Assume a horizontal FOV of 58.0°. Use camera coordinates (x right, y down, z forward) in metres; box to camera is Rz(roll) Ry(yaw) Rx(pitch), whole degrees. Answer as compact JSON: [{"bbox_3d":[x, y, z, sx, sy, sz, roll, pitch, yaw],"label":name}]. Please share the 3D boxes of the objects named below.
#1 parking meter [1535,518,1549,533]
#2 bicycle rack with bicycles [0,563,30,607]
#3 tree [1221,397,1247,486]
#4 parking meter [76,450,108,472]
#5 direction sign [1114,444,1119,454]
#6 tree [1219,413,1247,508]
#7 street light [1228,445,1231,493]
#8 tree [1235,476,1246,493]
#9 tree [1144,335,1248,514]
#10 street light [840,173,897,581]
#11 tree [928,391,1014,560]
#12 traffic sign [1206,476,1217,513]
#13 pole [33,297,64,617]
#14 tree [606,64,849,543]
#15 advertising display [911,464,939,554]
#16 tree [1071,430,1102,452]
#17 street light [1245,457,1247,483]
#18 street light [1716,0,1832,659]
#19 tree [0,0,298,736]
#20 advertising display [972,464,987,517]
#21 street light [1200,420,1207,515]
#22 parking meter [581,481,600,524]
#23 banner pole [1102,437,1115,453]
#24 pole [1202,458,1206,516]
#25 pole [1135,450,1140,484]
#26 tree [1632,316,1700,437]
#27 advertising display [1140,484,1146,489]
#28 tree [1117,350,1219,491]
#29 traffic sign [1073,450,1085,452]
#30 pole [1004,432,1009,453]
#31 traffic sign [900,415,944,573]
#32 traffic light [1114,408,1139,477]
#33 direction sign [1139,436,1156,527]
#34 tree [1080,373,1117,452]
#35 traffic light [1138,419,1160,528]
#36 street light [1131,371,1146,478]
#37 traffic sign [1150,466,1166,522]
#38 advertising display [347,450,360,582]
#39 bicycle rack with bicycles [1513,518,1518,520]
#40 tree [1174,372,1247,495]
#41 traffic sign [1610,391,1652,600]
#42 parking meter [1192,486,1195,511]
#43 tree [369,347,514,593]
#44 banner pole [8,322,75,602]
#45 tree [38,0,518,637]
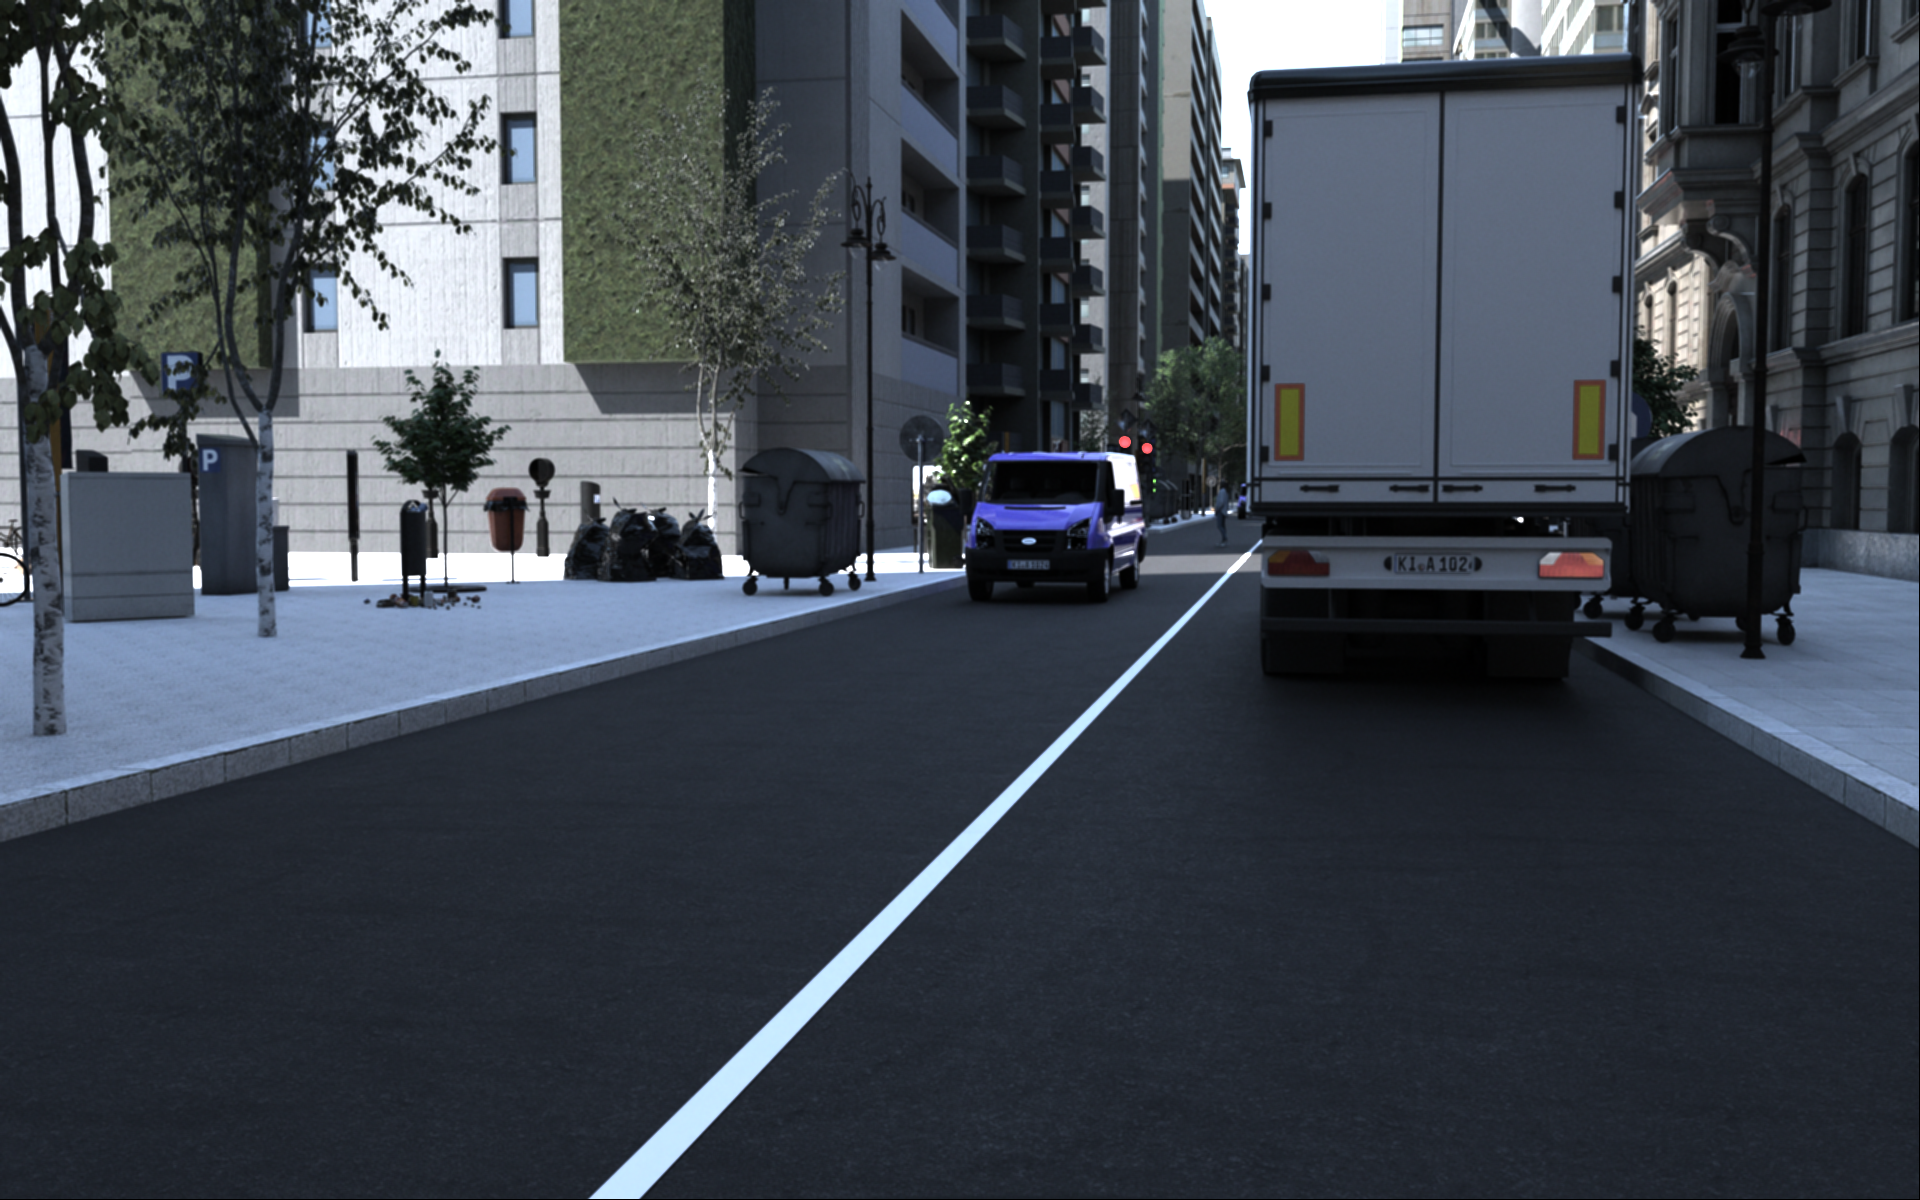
[{"bbox_3d":[10.837,-1.468,32.414,0.372,1.533,0.369,0,3,0],"label":"parking meter"},{"bbox_3d":[-11.687,-0.303,18.337,2.925,0.926,2.852,-1,4,-19],"label":"bicycle rack with bicycles"},{"bbox_3d":[36.212,-18.762,213.410,9.857,13.997,8.962,0,3,0],"label":"tree"},{"bbox_3d":[-11.422,-1.048,22.842,0.399,1.863,0.255,3,4,36],"label":"parking meter"},{"bbox_3d":[6.949,-5.315,78.905,0.379,3.537,0.876,3,5,42],"label":"direction sign"},{"bbox_3d":[20.173,-11.212,133.683,4.360,8.622,3.978,0,3,0],"label":"tree"},{"bbox_3d":[21.742,-10.240,140.219,0.468,5.910,1.993,1,4,11],"label":"street light"},{"bbox_3d":[30.365,-11.731,186.409,1.663,3.219,1.824,0,3,0],"label":"tree"},{"bbox_3d":[15.523,-11.414,112.369,9.928,11.665,9.643,0,3,0],"label":"tree"},{"bbox_3d":[-1.324,-3.216,25.376,0.468,5.910,1.993,1,4,11],"label":"street light"},{"bbox_3d":[0.240,-2.319,32.520,1.663,3.219,1.824,0,3,0],"label":"tree"},{"bbox_3d":[17.339,-7.308,119.598,0.768,2.556,0.104,1,4,16],"label":"traffic sign"},{"bbox_3d":[-9.460,-1.478,18.005,0.158,3.312,0.155,0,3,0],"label":"pole"},{"bbox_3d":[-4.207,-4.924,30.872,4.360,8.622,3.978,0,3,0],"label":"tree"},{"bbox_3d":[-0.592,-1.946,37.029,0.974,1.923,0.123,2,4,29],"label":"advertising display"},{"bbox_3d":[4.042,-3.523,52.200,1.663,3.219,1.824,0,3,0],"label":"tree"},{"bbox_3d":[30.038,-12.774,181.640,0.468,5.910,1.993,1,4,11],"label":"street light"},{"bbox_3d":[6.205,-2.483,13.377,0.468,5.910,1.993,1,4,11],"label":"street light"},{"bbox_3d":[-4.983,-3.574,8.797,4.737,8.622,4.395,0,3,0],"label":"tree"},{"bbox_3d":[0.728,-1.816,34.911,0.974,1.923,0.123,-1,4,-18],"label":"advertising display"},{"bbox_3d":[14.922,-8.179,106.512,0.468,5.910,1.993,1,4,11],"label":"street light"},{"bbox_3d":[-7.253,-1.566,34.022,0.372,1.533,0.369,0,3,0],"label":"parking meter"},{"bbox_3d":[6.486,-5.266,76.123,0.401,3.779,0.863,-3,5,-43],"label":"banner pole"},{"bbox_3d":[13.966,-6.446,99.240,0.158,3.312,0.155,0,3,0],"label":"pole"},{"bbox_3d":[8.222,-5.286,80.275,0.158,3.312,0.155,0,3,0],"label":"pole"},{"bbox_3d":[10.515,-2.773,29.050,4.285,4.588,4.351,0,3,0],"label":"tree"},{"bbox_3d":[11.553,-6.200,106.589,0.974,1.923,0.123,1,4,10],"label":"advertising display"},{"bbox_3d":[10.786,-8.522,89.696,4.360,8.622,3.978,0,3,0],"label":"tree"},{"bbox_3d":[3.437,-3.055,50.055,0.768,2.556,0.104,1,4,14],"label":"traffic sign"},{"bbox_3d":[1.538,-3.857,56.898,0.158,3.312,0.155,0,3,0],"label":"pole"},{"bbox_3d":[-0.629,-1.706,28.002,0.768,2.556,0.104,1,4,19],"label":"traffic sign"},{"bbox_3d":[5.458,-4.156,56.864,0.839,4.253,0.868,1,4,11],"label":"traffic light"},{"bbox_3d":[7.269,-4.604,67.270,0.876,3.537,0.379,-3,4,-39],"label":"direction sign"},{"bbox_3d":[7.620,-9.374,103.631,4.360,8.622,3.978,0,3,0],"label":"tree"},{"bbox_3d":[7.029,-4.634,64.693,0.839,4.253,0.868,1,4,11],"label":"traffic light"},{"bbox_3d":[6.709,-5.650,65.170,0.468,5.910,1.993,1,4,11],"label":"street light"},{"bbox_3d":[9.025,-4.836,79.182,0.768,2.556,0.104,1,4,20],"label":"traffic sign"},{"bbox_3d":[-8.946,-1.244,25.552,0.123,1.923,0.974,-1,4,-17],"label":"advertising display"},{"bbox_3d":[29.938,-5.179,98.060,2.852,0.926,2.925,1,4,15],"label":"bicycle rack with bicycles"},{"bbox_3d":[18.982,-11.651,124.899,7.601,10.594,8.767,0,4,-2],"label":"tree"},{"bbox_3d":[7.960,-1.279,21.011,0.768,2.556,0.104,1,4,12],"label":"traffic sign"},{"bbox_3d":[17.699,-7.649,130.780,0.255,1.863,0.399,1,4,12],"label":"parking meter"},{"bbox_3d":[-6.877,-1.736,22.984,1.663,3.219,1.824,0,3,0],"label":"tree"},{"bbox_3d":[-11.035,-1.882,20.793,0.401,3.779,0.863,2,4,30],"label":"banner pole"},{"bbox_3d":[-6.216,-3.989,15.590,4.360,8.622,3.978,0,3,0],"label":"tree"}]
